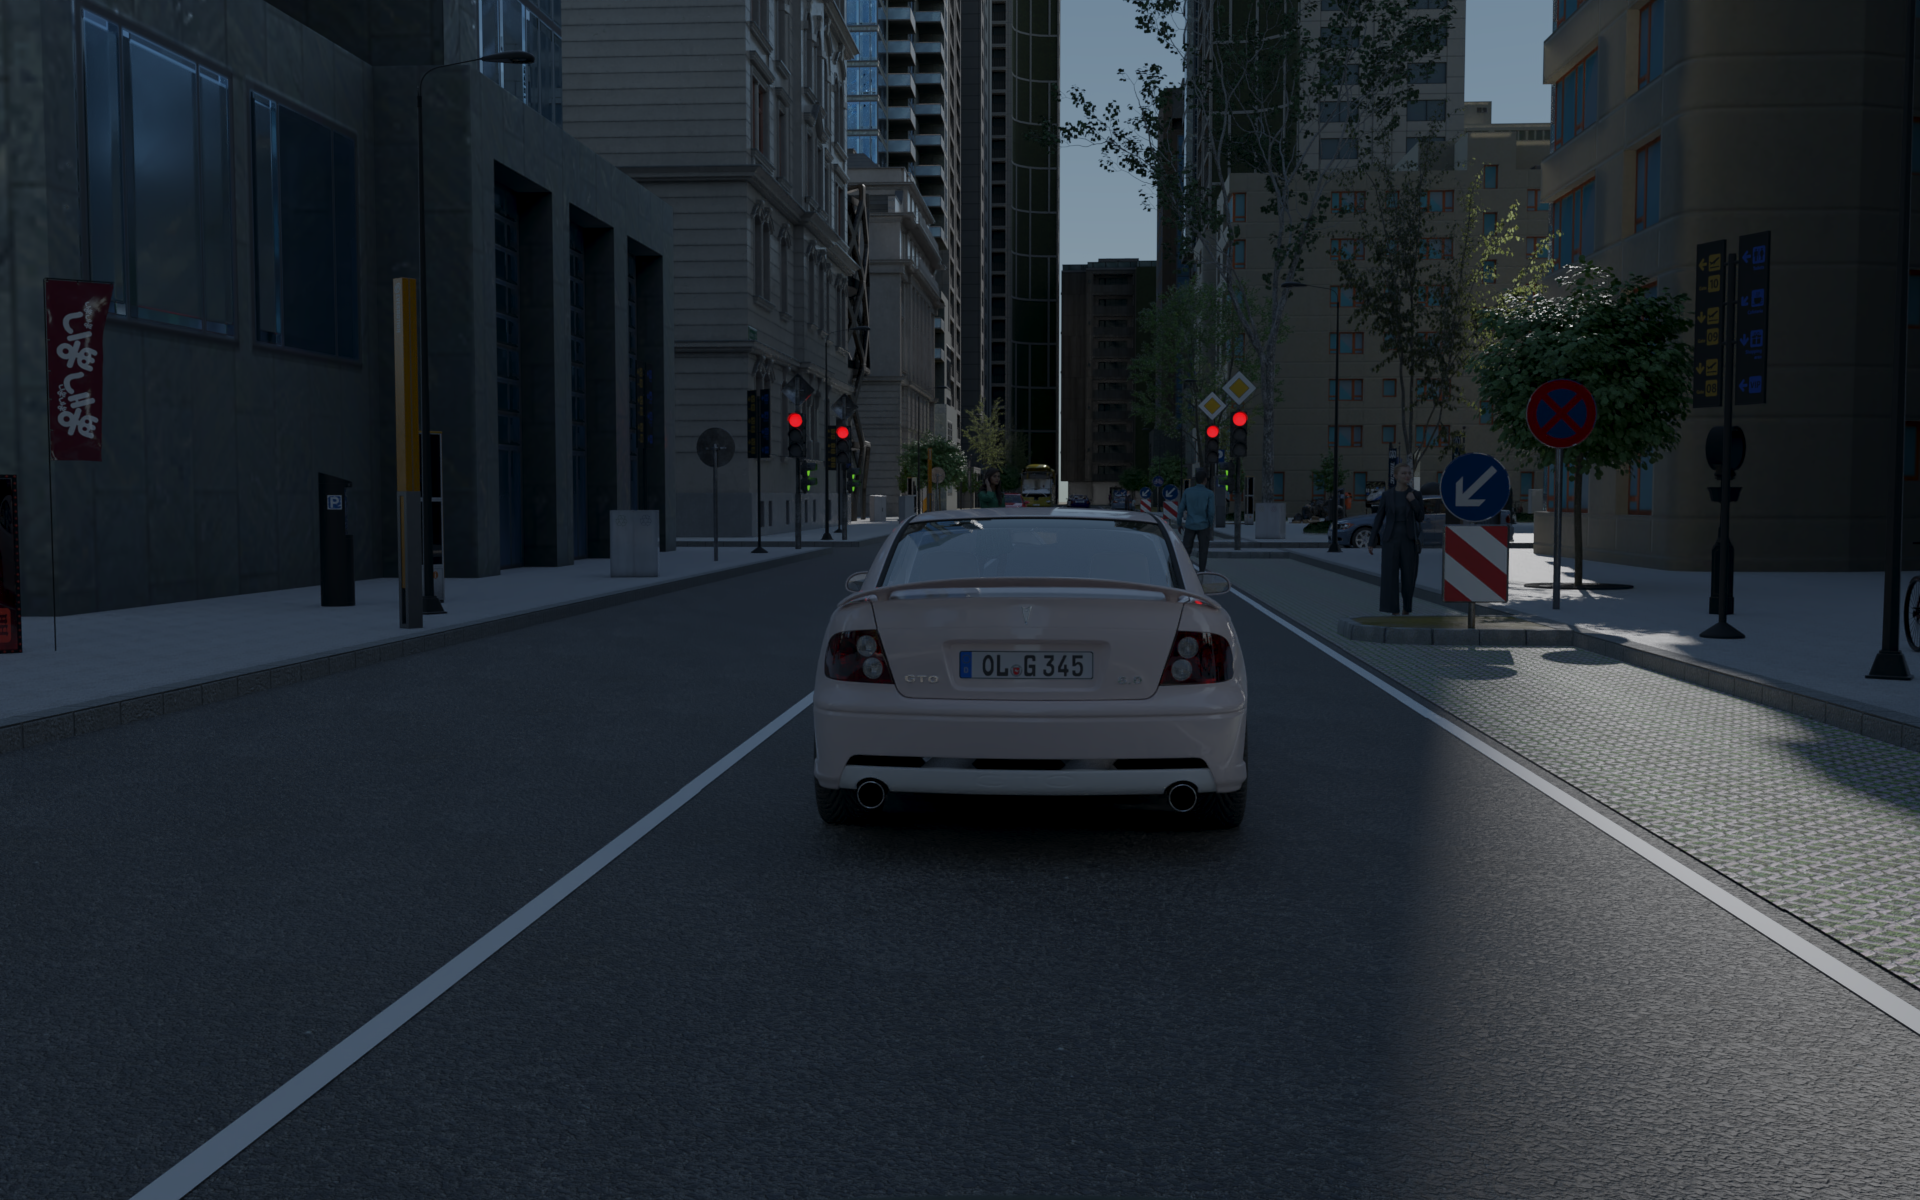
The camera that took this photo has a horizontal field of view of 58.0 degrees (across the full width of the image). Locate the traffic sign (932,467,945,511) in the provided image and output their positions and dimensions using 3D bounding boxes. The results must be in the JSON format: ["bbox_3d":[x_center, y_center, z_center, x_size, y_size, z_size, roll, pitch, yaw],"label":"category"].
[{"bbox_3d":[-1.082,-5.004,81.924,0.768,2.556,0.104,1,4,12],"label":"traffic sign"}]

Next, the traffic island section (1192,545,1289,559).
[{"bbox_3d":[6.376,-1.064,39.676,2.009,0.180,2.903,0,4,4],"label":"traffic island section"}]

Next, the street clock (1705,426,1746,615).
[{"bbox_3d":[8.129,-0.848,18.428,0.471,2.002,0.358,-3,5,-41],"label":"street clock"}]

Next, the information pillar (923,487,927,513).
[{"bbox_3d":[-1.933,-6.593,99.155,0.504,3.616,0.183,3,5,40],"label":"information pillar"}]

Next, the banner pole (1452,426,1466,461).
[{"bbox_3d":[18.316,-4.500,63.590,0.863,3.779,0.401,-2,4,-33],"label":"banner pole"}]

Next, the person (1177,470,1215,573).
[{"bbox_3d":[3.824,-1.203,28.192,0.660,1.820,0.620,1,4,21],"label":"person"}]

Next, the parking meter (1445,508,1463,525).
[{"bbox_3d":[11.499,-2.111,40.221,0.399,1.863,0.255,2,4,34],"label":"parking meter"}]

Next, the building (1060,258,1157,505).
[{"bbox_3d":[19.447,-27.122,215.139,14.107,30.474,14.160,0,4,4],"label":"building"}]

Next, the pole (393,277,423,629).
[{"bbox_3d":[-5.252,-1.384,16.476,0.158,3.312,0.155,0,3,0],"label":"pole"}]

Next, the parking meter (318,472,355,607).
[{"bbox_3d":[-7.137,-0.699,19.833,0.372,1.533,0.369,0,3,0],"label":"parking meter"}]

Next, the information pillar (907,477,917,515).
[{"bbox_3d":[-2.111,-4.387,76.220,0.304,2.012,0.304,3,4,39],"label":"information pillar"}]

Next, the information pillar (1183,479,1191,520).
[{"bbox_3d":[11.196,-4.951,85.435,0.304,2.012,0.304,1,4,17],"label":"information pillar"}]

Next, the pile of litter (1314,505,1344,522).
[{"bbox_3d":[14.929,-3.286,67.695,1.719,0.858,1.176,0,4,1],"label":"pile of litter"}]

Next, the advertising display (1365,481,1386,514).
[{"bbox_3d":[20.755,-4.974,86.539,0.974,1.923,0.123,1,4,20],"label":"advertising display"}]

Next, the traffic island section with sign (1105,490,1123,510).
[{"bbox_3d":[15.790,-10.245,176.138,1.989,1.847,2.006,0,4,4],"label":"traffic island section with sign"}]

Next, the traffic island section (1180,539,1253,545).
[{"bbox_3d":[6.925,-1.551,47.642,2.009,0.180,2.903,0,4,4],"label":"traffic island section"}]

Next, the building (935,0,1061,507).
[{"bbox_3d":[2.162,-47.661,217.511,20.611,71.187,20.563,0,4,4],"label":"building"}]

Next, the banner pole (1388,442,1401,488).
[{"bbox_3d":[20.875,-5.693,83.095,0.401,3.779,0.863,-3,5,-40],"label":"banner pole"}]

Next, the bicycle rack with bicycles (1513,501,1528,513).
[{"bbox_3d":[28.183,-4.667,89.686,2.852,0.926,2.925,2,4,35],"label":"bicycle rack with bicycles"}]

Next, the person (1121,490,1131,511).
[{"bbox_3d":[12.586,-7.459,131.251,0.742,1.727,0.445,-1,4,-15],"label":"person"}]

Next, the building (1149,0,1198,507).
[{"bbox_3d":[29.930,-52.029,163.350,22.319,86.520,31.000,0,4,4],"label":"building"}]

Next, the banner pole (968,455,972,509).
[{"bbox_3d":[0.633,-7.381,110.699,0.401,3.779,0.863,-1,4,-15],"label":"banner pole"}]

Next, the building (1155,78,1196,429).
[{"bbox_3d":[28.472,-32.857,187.319,14.600,45.320,14.200,0,4,4],"label":"building"}]

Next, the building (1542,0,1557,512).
[{"bbox_3d":[35.552,-26.798,57.751,30.456,49.044,23.786,0,4,4],"label":"building"}]

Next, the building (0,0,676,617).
[{"bbox_3d":[-22.676,-43.669,26.661,31.000,86.520,22.319,0,4,4],"label":"building"}]

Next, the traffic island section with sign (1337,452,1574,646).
[{"bbox_3d":[4.835,-0.526,17.227,1.989,1.847,2.006,0,4,4],"label":"traffic island section with sign"}]

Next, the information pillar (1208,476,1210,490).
[{"bbox_3d":[10.419,-4.152,72.385,0.304,2.012,0.304,2,4,34],"label":"information pillar"}]

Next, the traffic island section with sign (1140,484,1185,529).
[{"bbox_3d":[8.618,-3.887,72.183,1.989,1.847,2.006,0,4,4],"label":"traffic island section with sign"}]

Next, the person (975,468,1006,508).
[{"bbox_3d":[0.445,-0.935,24.037,0.529,1.795,0.600,3,5,43],"label":"person"}]

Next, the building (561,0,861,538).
[{"bbox_3d":[-11.558,-16.774,61.649,14.401,28.519,23.554,0,4,4],"label":"building"}]

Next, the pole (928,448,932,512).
[{"bbox_3d":[-1.336,-5.074,76.802,0.158,3.312,0.155,0,3,0],"label":"pole"}]

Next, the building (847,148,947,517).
[{"bbox_3d":[-8.384,-16.287,108.098,13.314,21.916,24.055,0,4,4],"label":"building"}]

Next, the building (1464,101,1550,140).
[{"bbox_3d":[50.443,-29.703,177.530,23.993,40.220,32.217,0,4,4],"label":"building"}]

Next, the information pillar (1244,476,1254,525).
[{"bbox_3d":[11.935,-4.095,71.448,0.304,2.012,0.304,-1,4,-12],"label":"information pillar"}]

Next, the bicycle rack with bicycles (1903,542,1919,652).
[{"bbox_3d":[8.424,0.046,12.627,2.852,0.926,2.925,1,4,18],"label":"bicycle rack with bicycles"}]

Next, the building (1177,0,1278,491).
[{"bbox_3d":[27.680,-42.807,138.154,20.563,71.187,20.611,0,4,4],"label":"building"}]

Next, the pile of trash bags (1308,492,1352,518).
[{"bbox_3d":[19.791,-5.032,92.029,1.912,1.369,3.447,3,5,44],"label":"pile of trash bags"}]

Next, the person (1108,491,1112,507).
[{"bbox_3d":[15.582,-10.475,180.450,0.721,1.739,1.217,0,4,-6],"label":"person"}]

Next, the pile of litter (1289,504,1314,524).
[{"bbox_3d":[15.273,-3.784,75.829,1.719,0.858,1.176,1,4,11],"label":"pile of litter"}]

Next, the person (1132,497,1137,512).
[{"bbox_3d":[11.548,-6.216,114.822,0.352,1.250,0.332,1,4,15],"label":"person"}]

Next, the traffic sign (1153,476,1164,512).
[{"bbox_3d":[13.908,-7.432,121.626,0.768,2.556,0.104,1,4,10],"label":"traffic sign"}]

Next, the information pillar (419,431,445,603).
[{"bbox_3d":[-6.269,-0.966,20.287,0.304,2.012,0.304,2,4,25],"label":"information pillar"}]

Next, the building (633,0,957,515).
[{"bbox_3d":[-11.027,-50.465,137.778,22.319,86.520,31.000,0,4,4],"label":"building"}]

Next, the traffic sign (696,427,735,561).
[{"bbox_3d":[-4.669,-2.016,33.069,0.768,2.556,0.104,1,4,10],"label":"traffic sign"}]

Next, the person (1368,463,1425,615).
[{"bbox_3d":[4.793,-0.614,18.964,0.576,1.772,0.534,0,4,-6],"label":"person"}]

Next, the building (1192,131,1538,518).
[{"bbox_3d":[29.273,-16.024,107.030,27.650,21.520,28.899,0,4,4],"label":"building"}]

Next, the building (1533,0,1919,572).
[{"bbox_3d":[25.230,-10.797,21.565,27.650,21.520,28.899,0,4,4],"label":"building"}]

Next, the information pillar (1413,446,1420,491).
[{"bbox_3d":[22.201,-5.681,84.236,0.504,3.616,0.183,-3,4,-39],"label":"information pillar"}]

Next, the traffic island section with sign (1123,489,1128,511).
[{"bbox_3d":[10.497,-5.542,99.240,1.989,1.847,2.006,0,4,4],"label":"traffic island section with sign"}]

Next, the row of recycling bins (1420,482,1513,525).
[{"bbox_3d":[17.470,-3.229,59.915,3.534,1.692,1.069,-1,4,-18],"label":"row of recycling bins"}]

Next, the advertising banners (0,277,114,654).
[{"bbox_3d":[-7.793,-1.074,13.740,2.074,3.025,0.090,-3,4,-38],"label":"advertising banners"}]

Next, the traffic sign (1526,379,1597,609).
[{"bbox_3d":[6.645,-1.169,19.223,0.768,2.556,0.104,0,4,4],"label":"traffic sign"}]

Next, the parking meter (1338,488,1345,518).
[{"bbox_3d":[15.968,-3.933,72.722,0.372,1.533,0.369,0,3,0],"label":"parking meter"}]

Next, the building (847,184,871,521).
[{"bbox_3d":[-12.877,-13.150,82.462,16.820,18.784,16.811,0,4,4],"label":"building"}]
